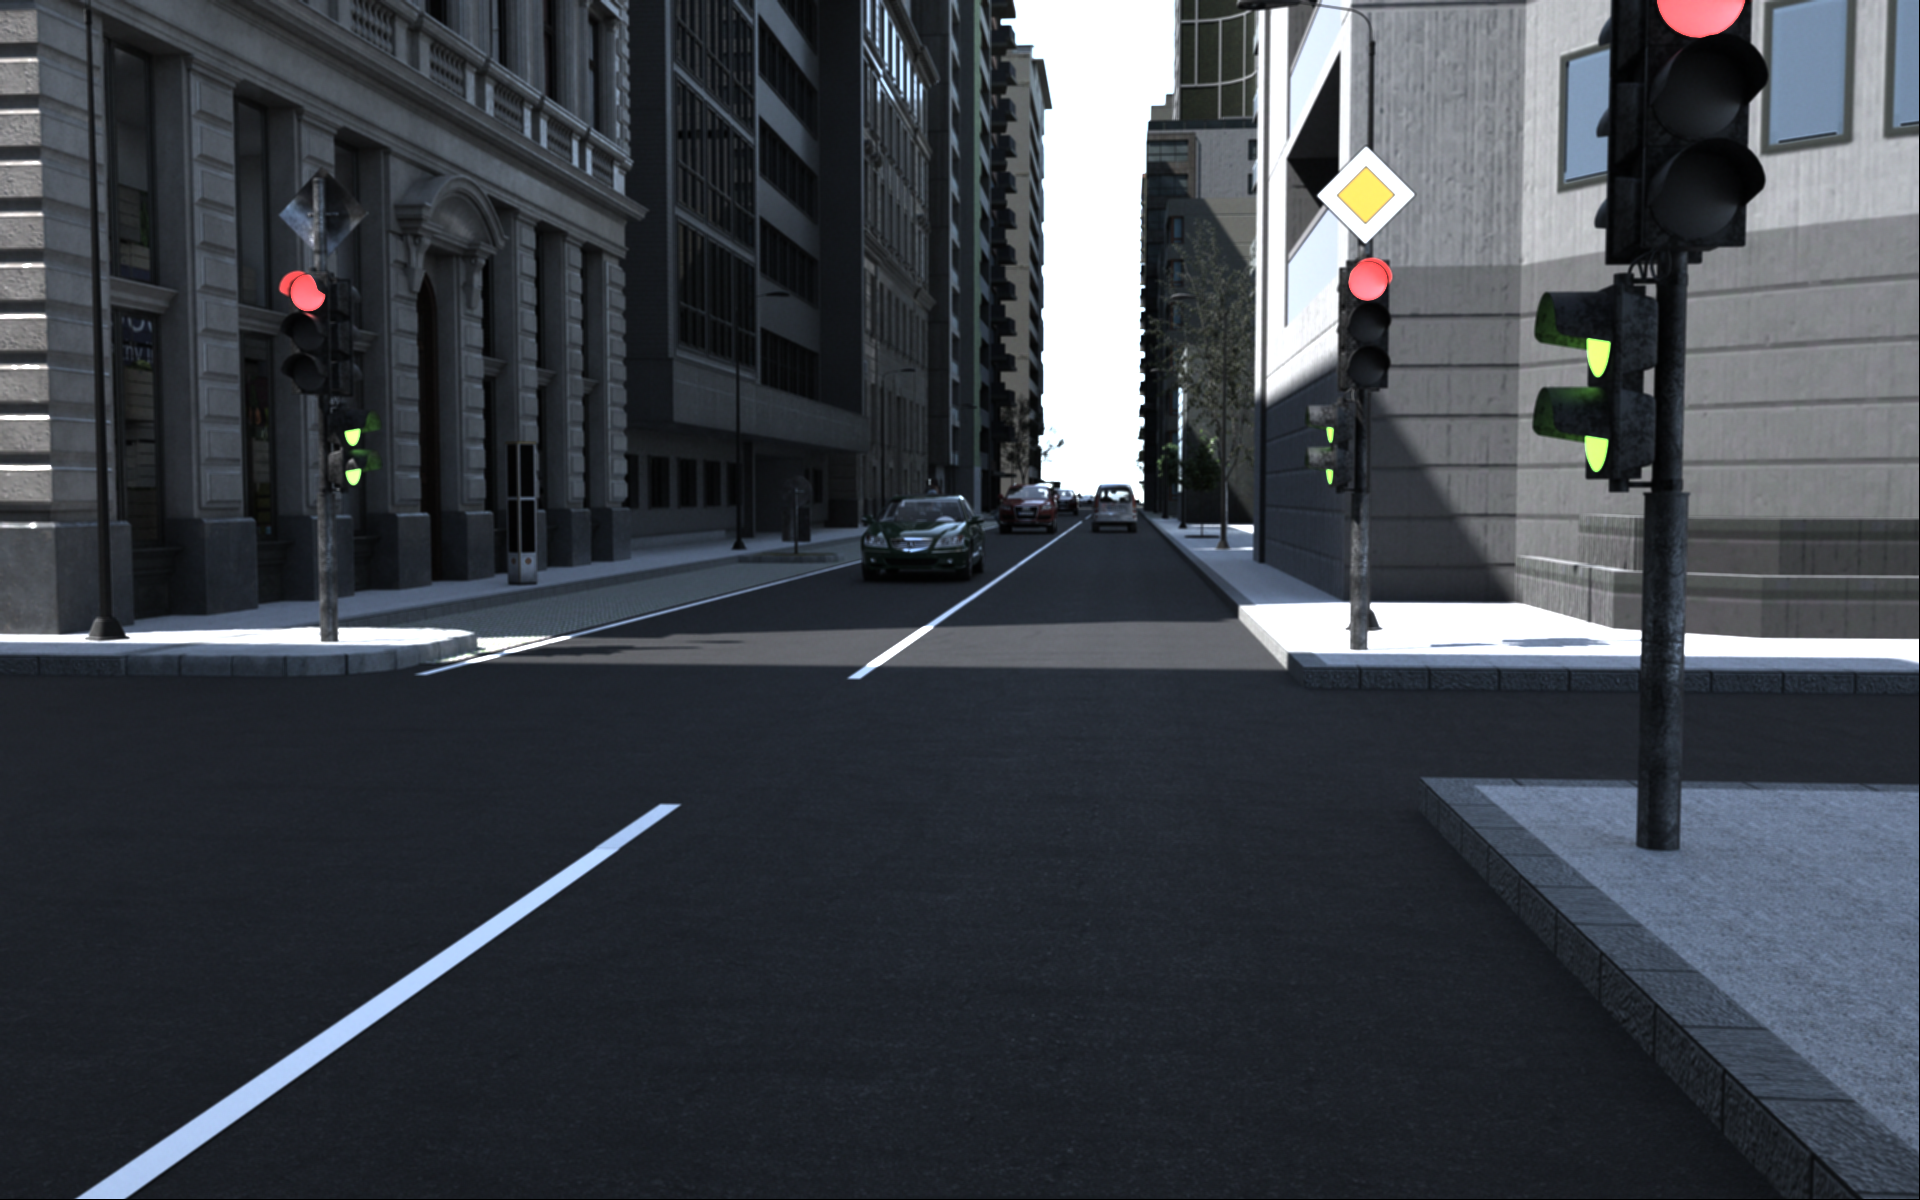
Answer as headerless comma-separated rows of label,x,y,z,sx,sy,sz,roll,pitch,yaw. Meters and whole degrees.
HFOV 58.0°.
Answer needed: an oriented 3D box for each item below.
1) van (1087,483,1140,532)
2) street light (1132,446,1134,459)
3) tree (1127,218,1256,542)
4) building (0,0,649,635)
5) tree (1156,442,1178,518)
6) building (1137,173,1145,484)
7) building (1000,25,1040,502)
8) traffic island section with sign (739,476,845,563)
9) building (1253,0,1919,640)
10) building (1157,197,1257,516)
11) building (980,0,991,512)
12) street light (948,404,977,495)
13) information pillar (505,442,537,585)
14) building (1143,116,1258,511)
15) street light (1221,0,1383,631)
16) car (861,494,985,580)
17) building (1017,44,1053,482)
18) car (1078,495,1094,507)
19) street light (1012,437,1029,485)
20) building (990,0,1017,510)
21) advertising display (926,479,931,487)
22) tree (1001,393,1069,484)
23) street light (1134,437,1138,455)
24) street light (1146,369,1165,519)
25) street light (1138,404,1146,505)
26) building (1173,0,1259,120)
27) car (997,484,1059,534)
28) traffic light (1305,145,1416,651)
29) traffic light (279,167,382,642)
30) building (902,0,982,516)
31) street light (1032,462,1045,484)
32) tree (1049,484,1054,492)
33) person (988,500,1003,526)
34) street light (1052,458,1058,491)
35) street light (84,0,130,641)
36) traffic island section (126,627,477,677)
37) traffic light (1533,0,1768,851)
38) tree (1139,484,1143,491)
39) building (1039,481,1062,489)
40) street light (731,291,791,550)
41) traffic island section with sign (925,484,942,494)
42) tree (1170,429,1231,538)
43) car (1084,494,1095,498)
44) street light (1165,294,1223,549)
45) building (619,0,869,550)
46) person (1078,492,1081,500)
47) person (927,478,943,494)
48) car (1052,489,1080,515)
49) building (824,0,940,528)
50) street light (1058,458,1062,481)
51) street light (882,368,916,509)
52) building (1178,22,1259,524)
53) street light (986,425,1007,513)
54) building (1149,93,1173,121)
van,5.878,-3.618,66.160,2.013,2.044,4.112,0,4,3
street light,14.994,-10.310,141.113,1.470,5.913,1.316,0,4,5
tree,6.959,-5.840,45.851,4.360,8.622,3.978,0,3,0
building,-12.099,-11.974,24.652,11.050,23.489,19.941,0,4,5
tree,12.398,-6.820,95.214,4.285,4.588,4.351,0,3,0
building,34.920,-35.245,230.882,22.147,44.769,28.867,0,4,5
building,-2.694,-34.313,184.719,21.300,48.544,21.600,0,4,5
traffic island section with sign,-3.496,-1.711,36.598,1.989,1.847,2.006,0,4,5
building,18.951,-29.366,22.138,28.212,58.520,21.231,0,4,5
building,27.246,-16.496,114.750,27.650,21.520,28.899,0,4,5
building,-9.374,-30.075,115.424,21.300,48.544,21.600,0,4,5
street light,0.222,-7.278,91.540,1.470,5.913,1.316,0,4,5
information pillar,-6.195,-1.222,24.475,0.304,2.012,0.304,3,5,41
building,21.585,-22.315,136.558,14.160,30.474,14.107,0,4,5
street light,3.277,-2.673,16.243,1.470,5.913,1.316,0,4,5
car,-0.586,-1.132,30.303,2.131,1.459,4.920,0,4,5
building,-3.635,-37.947,209.666,28.713,52.752,27.495,0,4,5
car,14.294,-11.204,195.548,2.083,1.381,4.827,0,4,5
street light,4.788,-10.285,140.698,1.470,5.913,1.316,0,4,5
building,-6.856,-29.732,140.746,22.147,44.769,28.867,0,4,5
advertising display,-1.374,-4.333,76.065,0.123,1.923,0.974,0,4,4
tree,5.990,-13.736,158.989,8.767,10.594,7.601,1,4,9
street light,12.655,-8.814,116.650,1.470,5.913,1.316,0,4,5
street light,7.770,-5.619,64.411,1.470,5.913,1.316,0,4,5
street light,10.311,-7.293,91.784,1.470,5.913,1.316,0,4,5
building,27.061,-43.667,152.208,20.563,71.187,20.611,0,4,5
car,2.567,-3.405,64.347,2.281,1.827,5.304,0,4,5
traffic light,3.261,-1.542,14.136,0.839,4.253,0.868,0,4,5
traffic light,-5.464,-1.591,14.930,0.839,4.253,0.868,0,4,5
building,-6.346,-25.293,97.128,14.154,41.232,14.086,0,4,5
street light,7.872,-12.329,174.123,1.470,5.913,1.316,0,4,5
tree,13.608,-15.582,249.369,1.663,3.219,1.824,0,3,0
person,1.761,-3.949,78.559,1.012,1.151,0.738,-2,4,-27
street light,10.191,-13.810,198.329,1.470,5.913,1.316,0,4,5
street light,-6.997,-2.601,15.065,1.470,5.913,1.316,0,4,5
traffic island section,-5.503,0.441,15.069,2.009,0.180,2.903,0,4,5
traffic light,2.520,-1.056,6.186,0.839,4.253,0.868,0,4,5
tree,19.147,-11.103,176.138,1.663,3.219,1.824,0,3,0
building,-2.393,-33.264,235.740,32.217,40.220,23.993,0,4,5
street light,-4.572,-4.116,39.833,1.470,5.913,1.316,0,4,5
traffic island section with sign,-0.955,-3.375,63.804,1.989,1.847,2.006,0,4,5
tree,7.149,-3.459,51.161,1.663,3.219,1.824,0,3,0
car,16.702,-13.000,224.349,2.131,1.459,4.920,0,4,5
street light,5.604,-4.145,40.320,1.470,5.913,1.316,0,4,5
building,-11.783,-14.127,50.051,14.314,24.678,30.058,0,4,5
person,17.047,-14.528,246.697,0.551,1.740,0.621,-3,5,-42
person,-0.543,-1.936,40.240,0.616,1.811,0.778,-3,4,-38
car,7.100,-6.752,119.070,2.281,1.827,5.304,0,4,4
building,-8.349,-17.128,77.300,12.463,27.353,25.104,0,4,5
street light,12.381,-15.283,222.418,1.470,5.913,1.316,0,4,5
street light,-2.317,-5.604,64.164,1.470,5.913,1.316,0,4,5
building,20.452,-46.118,66.693,22.319,86.520,31.000,0,4,5
street light,2.472,-8.812,116.621,1.470,5.913,1.316,0,4,5
building,33.019,-35.593,205.647,21.300,48.544,21.600,0,4,5
